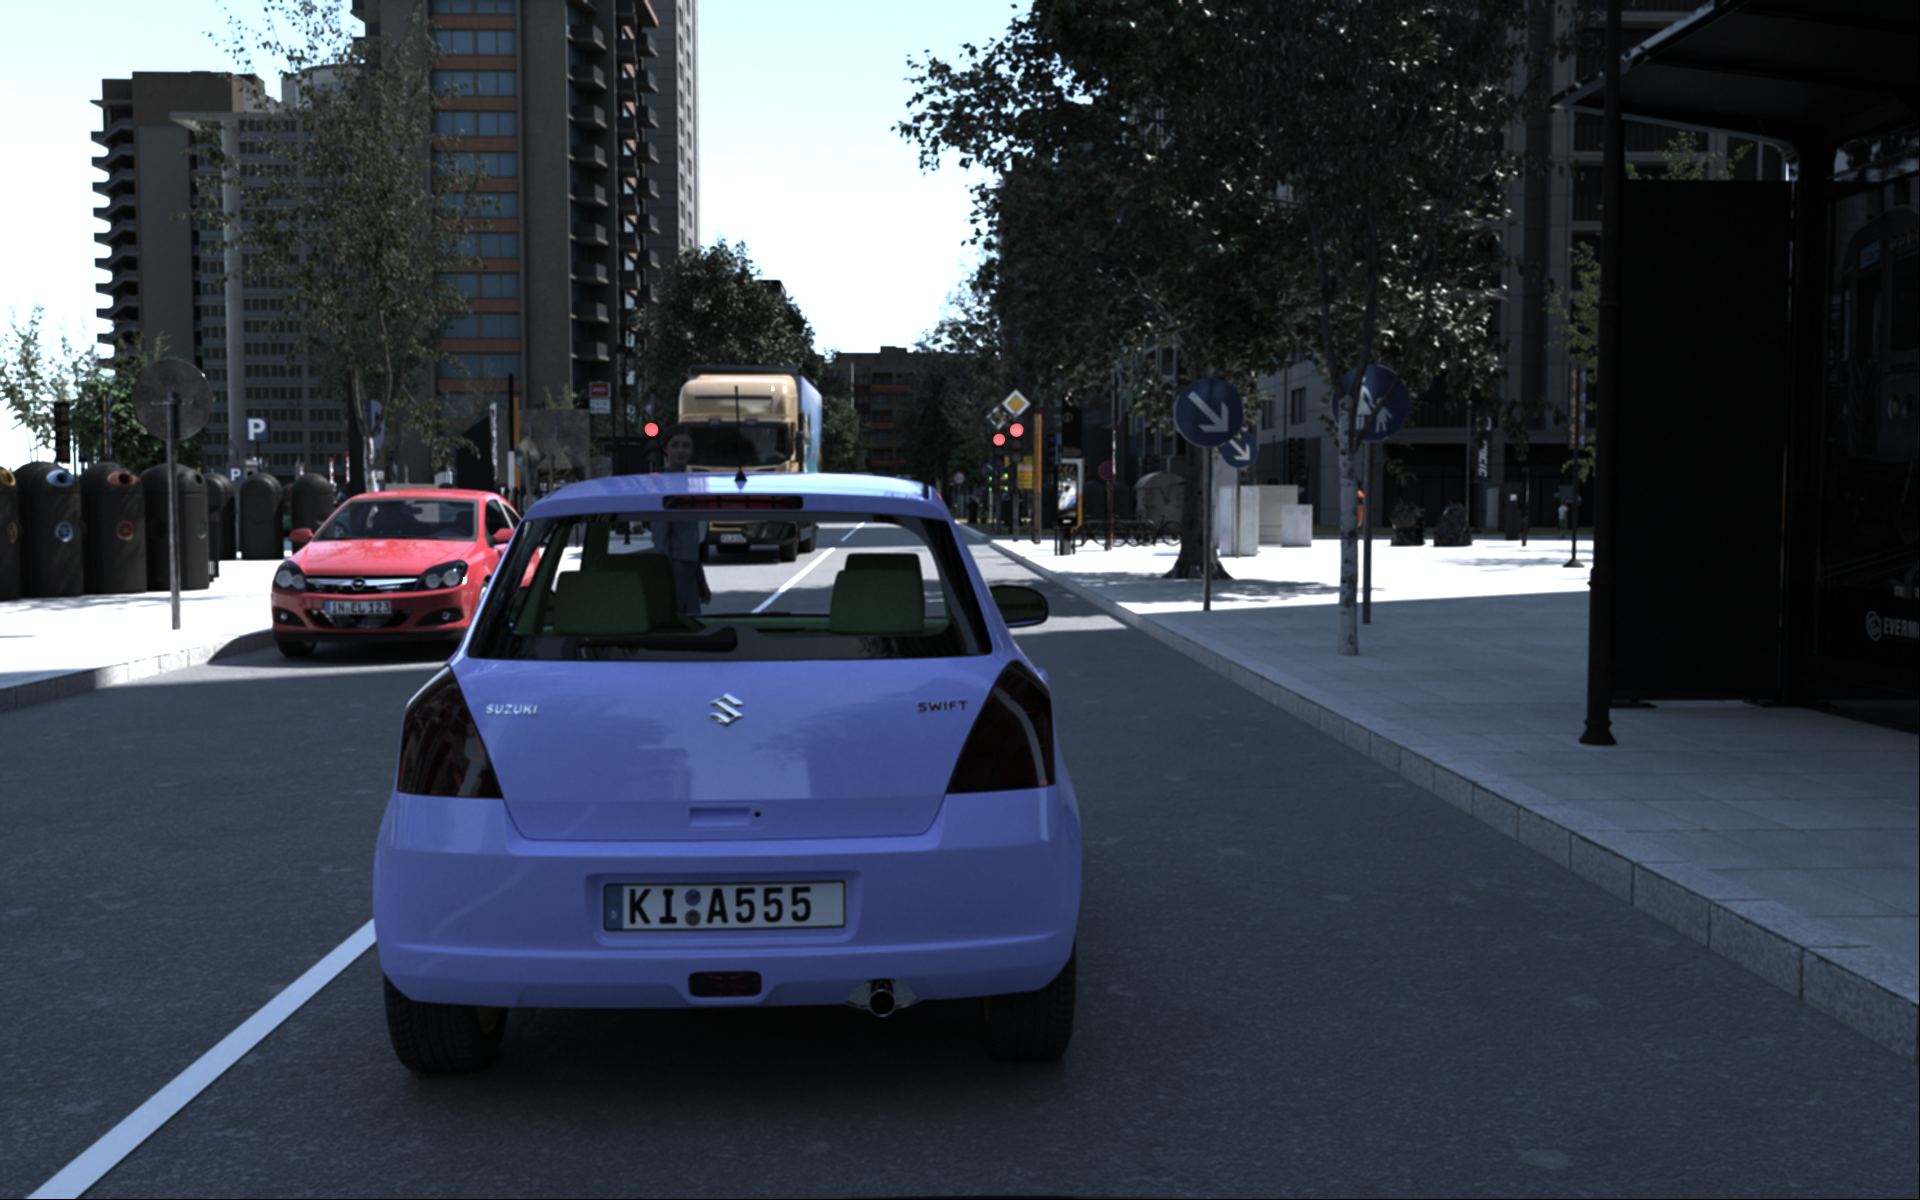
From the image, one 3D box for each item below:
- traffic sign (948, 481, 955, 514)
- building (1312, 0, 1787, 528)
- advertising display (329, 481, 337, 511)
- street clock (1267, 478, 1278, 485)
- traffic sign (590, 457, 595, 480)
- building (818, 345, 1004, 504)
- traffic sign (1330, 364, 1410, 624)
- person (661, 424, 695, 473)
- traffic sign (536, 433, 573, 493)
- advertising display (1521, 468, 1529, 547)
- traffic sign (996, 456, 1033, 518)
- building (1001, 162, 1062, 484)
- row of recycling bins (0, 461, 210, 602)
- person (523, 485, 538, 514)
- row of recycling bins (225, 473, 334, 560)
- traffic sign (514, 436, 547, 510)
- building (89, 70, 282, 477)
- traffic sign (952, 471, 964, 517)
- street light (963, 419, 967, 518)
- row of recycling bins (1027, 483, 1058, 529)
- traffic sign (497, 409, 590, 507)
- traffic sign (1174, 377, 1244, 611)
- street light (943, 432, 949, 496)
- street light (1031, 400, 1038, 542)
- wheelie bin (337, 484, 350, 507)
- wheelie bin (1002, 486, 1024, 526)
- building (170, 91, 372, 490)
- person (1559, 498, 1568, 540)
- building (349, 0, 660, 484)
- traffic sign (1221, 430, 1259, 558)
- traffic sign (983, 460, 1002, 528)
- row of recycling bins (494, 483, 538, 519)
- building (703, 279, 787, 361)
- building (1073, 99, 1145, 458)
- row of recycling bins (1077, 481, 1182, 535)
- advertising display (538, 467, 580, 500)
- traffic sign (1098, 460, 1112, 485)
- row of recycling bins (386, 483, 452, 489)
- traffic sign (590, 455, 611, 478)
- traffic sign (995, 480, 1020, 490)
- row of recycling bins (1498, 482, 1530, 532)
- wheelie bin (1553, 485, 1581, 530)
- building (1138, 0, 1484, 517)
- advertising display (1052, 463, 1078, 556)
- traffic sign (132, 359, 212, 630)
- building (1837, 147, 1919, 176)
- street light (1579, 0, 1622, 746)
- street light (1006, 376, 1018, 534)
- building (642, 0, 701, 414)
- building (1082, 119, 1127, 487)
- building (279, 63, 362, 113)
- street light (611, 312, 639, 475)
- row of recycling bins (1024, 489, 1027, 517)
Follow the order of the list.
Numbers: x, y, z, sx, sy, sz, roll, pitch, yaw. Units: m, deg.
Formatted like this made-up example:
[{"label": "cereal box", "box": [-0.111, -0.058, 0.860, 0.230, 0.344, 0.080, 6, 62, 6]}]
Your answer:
[{"label": "traffic sign", "box": [-0.326, -6.725, 109.964, 0.884, 2.594, 0.081, 0, 4, 6]}, {"label": "building", "box": [25.329, -38.931, 74.771, 20.611, 71.187, 20.563, 0, 4, -2]}, {"label": "advertising display", "box": [-31.873, -5.039, 87.605, 0.123, 1.923, 0.974, 1, 4, 20]}, {"label": "street clock", "box": [14.160, -4.521, 78.493, 0.471, 2.002, 0.358, 0, 4, -2]}, {"label": "traffic sign", "box": [-12.765, -3.653, 59.837, 0.768, 2.556, 0.104, 0, 4, 5]}, {"label": "building", "box": [-9.111, -24.236, 241.301, 28.899, 21.520, 27.650, 0, 4, -2]}, {"label": "traffic sign", "box": [4.022, -1.037, 17.060, 0.768, 2.556, 0.104, 0, 4, 7]}, {"label": "person", "box": [-1.628, -0.074, 9.742, 0.654, 1.822, 0.581, 2, 4, 28]}, {"label": "traffic sign", "box": [-8.645, -2.245, 36.702, 0.884, 2.594, 0.081, 0, 4, 0]}, {"label": "advertising display", "box": [13.920, -2.291, 42.669, 0.123, 1.923, 0.974, 1, 4, 20]}, {"label": "traffic sign", "box": [3.021, -5.983, 91.693, 2.265, 3.308, 0.079, 0, 4, 3]}, {"label": "building", "box": [12.701, -35.689, 233.617, 14.200, 45.320, 14.600, 0, 4, -2]}, {"label": "row of recycling bins", "box": [-11.191, -0.907, 21.949, 1.069, 1.692, 3.534, 2, 4, 28]}, {"label": "person", "box": [-12.138, -2.421, 49.085, 0.512, 1.701, 0.522, -3, 4, -37]}, {"label": "row of recycling bins", "box": [-14.099, -1.639, 33.918, 3.534, 1.692, 1.069, -1, 4, -12]}, {"label": "traffic sign", "box": [-8.616, -2.040, 34.541, 0.795, 2.450, 0.064, 0, 4, 4]}, {"label": "building", "box": [-79.981, -32.467, 180.947, 14.200, 45.320, 14.600, 0, 4, -2]}, {"label": "traffic sign", "box": [-0.037, -5.915, 96.818, 0.768, 2.556, 0.104, 0, 4, 6]}, {"label": "street light", "box": [0.265, -7.323, 92.516, 0.468, 5.910, 1.993, 0, 4, -2]}, {"label": "row of recycling bins", "box": [4.371, -3.432, 63.230, 3.534, 1.692, 1.069, 2, 4, 29]}, {"label": "traffic sign", "box": [-10.017, -2.924, 41.683, 2.265, 3.308, 0.079, 0, 4, 5]}, {"label": "traffic sign", "box": [2.719, -1.156, 19.000, 0.768, 2.556, 0.104, 0, 4, 1]}, {"label": "street light", "box": [-1.008, -9.542, 128.799, 0.468, 5.910, 1.993, 0, 4, -2]}, {"label": "street light", "box": [1.981, -4.481, 46.050, 0.468, 5.910, 1.993, 0, 4, -2]}, {"label": "wheelie bin", "box": [-18.945, -2.815, 53.932, 0.693, 1.594, 0.980, 2, 4, 29]}, {"label": "wheelie bin", "box": [2.066, -3.726, 68.836, 0.693, 1.594, 0.980, 3, 5, 40]}, {"label": "building", "box": [-60.166, -29.433, 173.110, 23.993, 40.220, 32.217, 0, 4, -2]}, {"label": "person", "box": [18.379, -2.450, 52.803, 0.306, 1.304, 0.590, 3, 4, 38]}, {"label": "building", "box": [-36.759, -29.815, 142.093, 22.147, 44.769, 28.867, 0, 4, -2]}, {"label": "traffic sign", "box": [5.555, -2.107, 34.554, 0.768, 2.556, 0.104, 0, 3, 0]}, {"label": "traffic sign", "box": [1.234, -3.943, 64.580, 0.768, 2.556, 0.104, 0, 4, 0]}, {"label": "row of recycling bins", "box": [-15.551, -3.278, 60.716, 3.534, 1.692, 1.069, 1, 4, 13]}, {"label": "building", "box": [-30.384, -28.208, 232.908, 14.107, 30.474, 14.160, 0, 4, -2]}, {"label": "building", "box": [18.343, -30.663, 184.937, 14.154, 41.232, 14.086, 0, 4, -2]}, {"label": "row of recycling bins", "box": [5.470, -2.943, 55.231, 3.534, 1.692, 1.069, -1, 4, -20]}, {"label": "advertising display", "box": [-9.556, -2.206, 41.283, 0.974, 1.923, 0.123, -2, 4, -26]}, {"label": "traffic sign", "box": [5.597, -3.995, 65.425, 0.768, 2.556, 0.104, 0, 4, 0]}, {"label": "row of recycling bins", "box": [-19.857, -3.429, 63.180, 3.534, 1.692, 1.069, 1, 4, 22]}, {"label": "traffic sign", "box": [-11.805, -3.464, 56.742, 0.768, 2.556, 0.104, 0, 4, 3]}, {"label": "traffic sign", "box": [2.946, -7.325, 113.629, 2.265, 3.308, 0.079, 0, 4, 2]}, {"label": "row of recycling bins", "box": [18.995, -3.203, 59.481, 1.069, 1.692, 3.534, 1, 4, 17]}, {"label": "wheelie bin", "box": [21.943, -3.351, 62.692, 0.980, 1.594, 0.693, 0, 4, 5]}, {"label": "building", "box": [22.151, -41.616, 118.678, 20.563, 71.187, 20.611, 0, 4, -2]}, {"label": "advertising display", "box": [2.200, -1.896, 36.205, 0.123, 1.923, 0.974, 2, 4, 29]}, {"label": "traffic sign", "box": [-7.416, -0.991, 16.314, 0.768, 2.556, 0.104, 0, 4, 3]}, {"label": "building", "box": [57.624, -32.843, 78.984, 28.212, 58.520, 21.231, 0, 4, -2]}, {"label": "street light", "box": [3.283, -2.199, 8.739, 0.468, 5.910, 1.993, 0, 4, -2]}, {"label": "street light", "box": [1.647, -5.038, 55.159, 0.468, 5.910, 1.993, 0, 4, -2]}, {"label": "building", "box": [-38.100, -45.316, 179.160, 20.611, 71.187, 20.563, 0, 4, -2]}, {"label": "building", "box": [23.001, -51.898, 161.206, 22.319, 86.520, 31.000, 0, 4, -2]}, {"label": "building", "box": [-75.660, -42.366, 234.689, 28.212, 58.520, 21.231, 0, 4, -2]}, {"label": "street light", "box": [-8.511, -4.363, 44.123, 0.468, 5.910, 1.993, 0, 4, -2]}, {"label": "row of recycling bins", "box": [4.310, -5.463, 96.431, 1.069, 1.692, 3.534, -1, 4, -22]}]
